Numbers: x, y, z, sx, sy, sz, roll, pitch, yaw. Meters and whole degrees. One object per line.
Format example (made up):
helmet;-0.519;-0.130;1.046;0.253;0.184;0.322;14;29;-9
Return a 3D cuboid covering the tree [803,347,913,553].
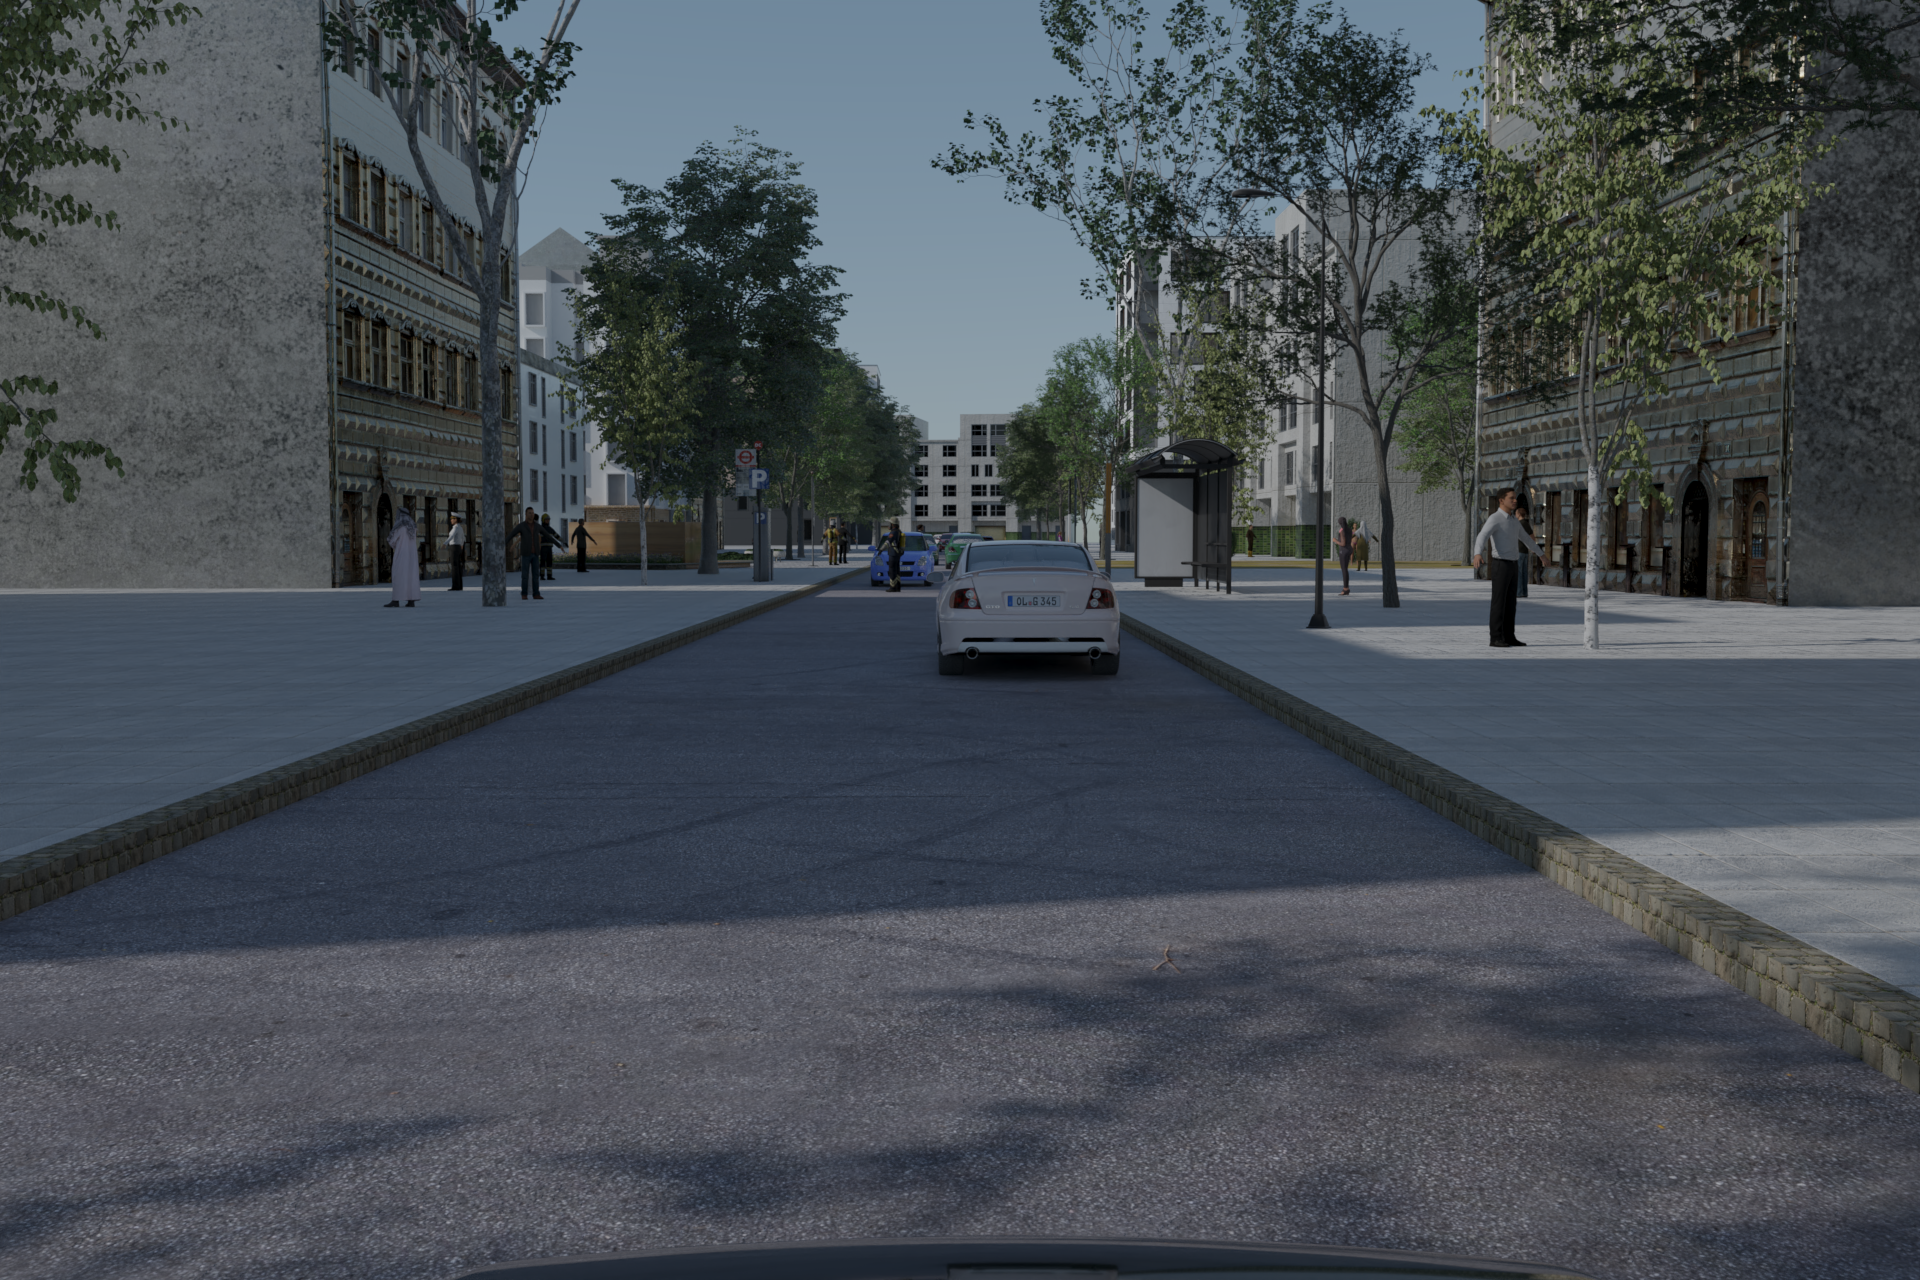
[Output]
tree;-7.809;-12.883;117.291;9.857;13.997;8.962;0;3;0

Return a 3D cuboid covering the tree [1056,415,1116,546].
tree;7.617;-9.512;105.876;4.737;8.622;4.395;0;3;0

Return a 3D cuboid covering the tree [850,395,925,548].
tree;-7.937;-15.473;159.642;9.857;13.997;8.962;0;3;0

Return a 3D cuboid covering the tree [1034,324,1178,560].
tree;7.270;-9.750;85.164;9.928;11.665;9.643;0;3;0

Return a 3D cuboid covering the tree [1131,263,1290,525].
tree;6.909;-5.853;46.065;4.737;8.622;4.395;0;3;0

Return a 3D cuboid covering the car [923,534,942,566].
car;-1.886;-4.183;80.196;2.131;1.459;4.920;0;4;0

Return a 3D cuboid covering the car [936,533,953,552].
car;-0.836;-8.034;140.389;2.155;1.783;4.494;0;3;0

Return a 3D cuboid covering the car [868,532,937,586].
car;-1.591;-2.381;48.524;1.945;1.707;3.694;0;4;0

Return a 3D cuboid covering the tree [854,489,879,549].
tree;-8.579;-12.004;146.624;4.737;8.622;4.395;0;3;0

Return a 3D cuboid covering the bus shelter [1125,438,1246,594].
bus shelter;5.012;-2.776;39.315;2.014;3.302;5.546;0;4;0

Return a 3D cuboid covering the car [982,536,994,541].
car;1.103;-4.815;91.300;1.945;1.354;3.894;0;4;-1

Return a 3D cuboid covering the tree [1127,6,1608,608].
tree;7.453;-5.865;30.301;8.767;10.594;7.601;-1;4;-19

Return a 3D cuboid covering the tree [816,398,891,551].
tree;-8.985;-13.114;132.544;7.486;12.596;7.792;0;3;0

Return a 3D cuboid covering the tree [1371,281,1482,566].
tree;20.332;-8.777;69.264;9.928;11.665;9.643;0;3;0

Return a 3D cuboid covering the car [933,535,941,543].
car;-1.717;-8.835;156.814;2.083;1.381;4.827;0;4;0

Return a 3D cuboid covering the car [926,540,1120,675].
car;0.671;-0.405;18.980;2.083;1.381;4.827;0;4;-1

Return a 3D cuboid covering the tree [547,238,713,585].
tree;-7.988;-5.669;43.049;4.737;8.622;4.395;0;3;0

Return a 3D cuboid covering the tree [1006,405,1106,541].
tree;6.556;-11.121;116.239;7.601;10.594;8.767;0;4;-6

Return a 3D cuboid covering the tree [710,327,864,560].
tree;-8.521;-9.740;85.003;9.928;11.665;9.643;0;3;0

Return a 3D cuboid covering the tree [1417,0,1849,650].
tree;7.251;-4.194;18.940;4.737;8.622;4.395;0;3;0

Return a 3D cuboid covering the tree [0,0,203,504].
tree;-7.970;-3.814;12.715;4.737;8.622;4.395;0;3;0

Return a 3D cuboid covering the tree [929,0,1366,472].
tree;5.759;-12.243;56.069;12.611;20.169;13.585;0;3;0

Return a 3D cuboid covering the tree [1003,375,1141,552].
tree;6.747;-9.846;95.393;7.601;10.594;8.767;3;4;39

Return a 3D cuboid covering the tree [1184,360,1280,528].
tree;10.965;-7.486;72.764;4.737;8.622;4.395;0;3;0

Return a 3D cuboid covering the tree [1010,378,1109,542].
tree;7.329;-12.668;125.247;7.486;12.596;7.792;0;3;0

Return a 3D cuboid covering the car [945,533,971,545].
car;0.108;-5.303;96.296;1.945;1.707;3.694;0;3;0

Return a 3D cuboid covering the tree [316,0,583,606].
tree;-9.757;-10.652;30.044;12.611;20.169;13.585;0;3;0

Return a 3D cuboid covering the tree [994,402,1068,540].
tree;7.628;-15.822;165.347;9.857;13.997;8.962;0;3;0

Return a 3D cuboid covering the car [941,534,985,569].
car;0.290;-3.671;71.824;2.131;1.459;4.920;0;4;-1

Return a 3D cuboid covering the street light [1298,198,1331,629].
street light;5.428;-3.111;23.407;1.470;5.913;1.316;0;4;0

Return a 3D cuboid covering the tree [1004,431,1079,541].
tree;7.179;-12.957;146.257;7.601;10.594;8.767;0;4;-1

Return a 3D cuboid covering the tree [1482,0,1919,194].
tree;6.572;-4.613;9.829;7.601;10.594;8.767;1;4;23

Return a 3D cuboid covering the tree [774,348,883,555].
tree;-8.482;-11.462;105.536;7.486;12.596;7.792;0;3;0

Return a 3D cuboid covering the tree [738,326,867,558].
tree;-9.050;-10.735;93.636;7.486;12.596;7.792;0;3;0

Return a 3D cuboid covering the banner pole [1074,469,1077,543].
banner pole;4.436;-4.671;66.387;0.401;3.779;0.863;0;4;-1

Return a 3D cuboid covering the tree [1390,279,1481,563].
tree;23.026;-9.749;77.517;7.486;12.596;7.792;0;3;0

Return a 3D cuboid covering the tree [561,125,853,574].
tree;-8.153;-9.105;55.530;9.857;13.997;8.962;0;3;0

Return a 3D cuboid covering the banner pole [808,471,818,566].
banner pole;-5.873;-4.853;69.356;0.401;3.779;0.863;0;4;1
